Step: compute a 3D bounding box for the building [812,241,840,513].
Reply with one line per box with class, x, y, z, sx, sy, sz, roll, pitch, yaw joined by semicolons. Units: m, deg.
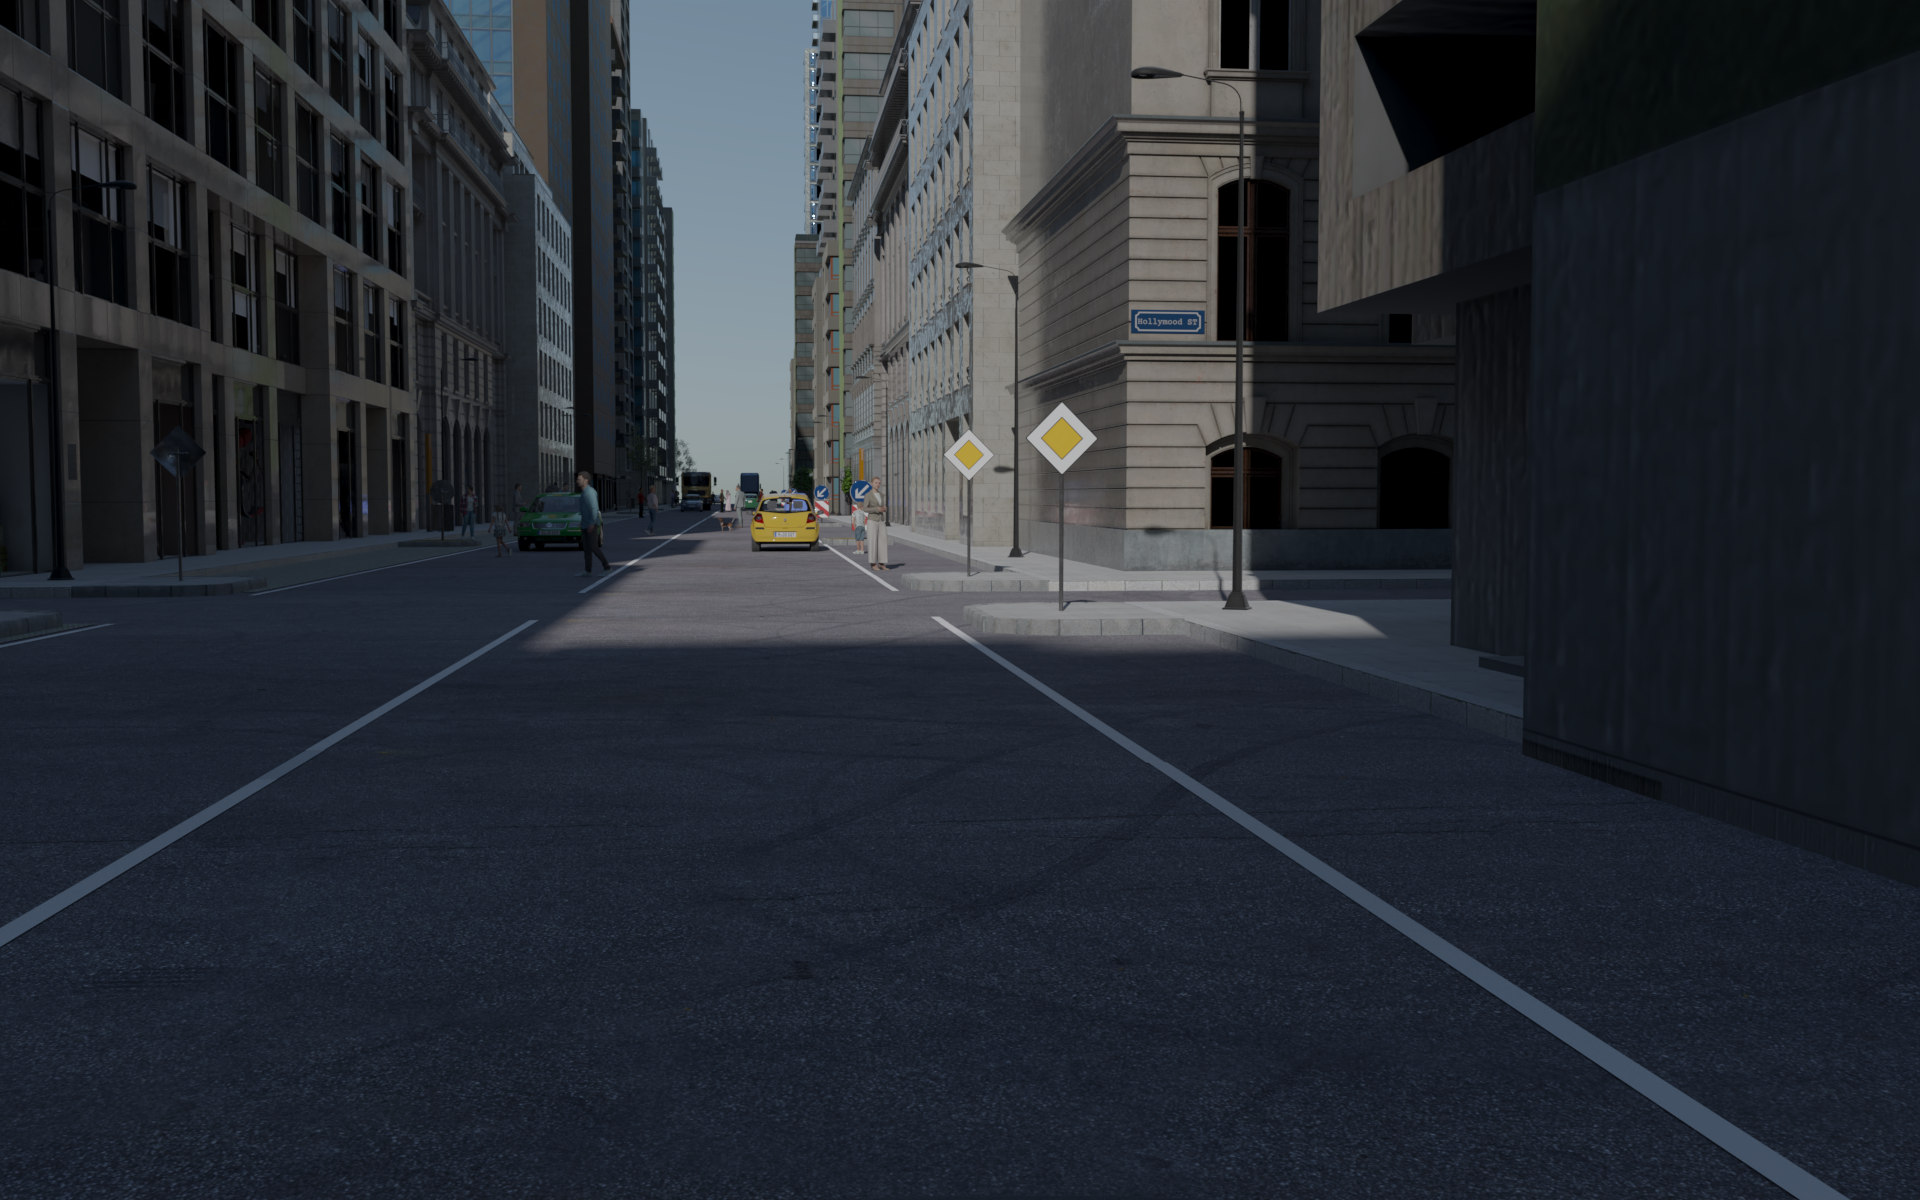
building;2.957;-17.694;134.344;27.650;21.520;28.899;0;4;-7

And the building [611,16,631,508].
building;-41.593;-30.673;156.132;22.147;44.769;28.867;0;4;-7

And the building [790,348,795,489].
building;-7.063;-22.744;216.901;27.650;21.520;28.899;0;4;-7

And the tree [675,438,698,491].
tree;-42.520;-19.800;258.139;7.601;10.594;8.767;0;4;1

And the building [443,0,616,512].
building;-34.658;-29.676;135.308;14.600;45.320;14.200;0;4;-7

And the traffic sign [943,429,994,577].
traffic sign;0.135;-1.419;26.848;0.795;2.450;0.064;0;4;-7

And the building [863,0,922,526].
building;3.422;-14.059;71.671;13.314;21.916;24.055;0;4;-7

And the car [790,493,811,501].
car;-10.975;-6.544;116.590;1.945;1.707;3.694;0;4;-8

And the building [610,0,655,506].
building;-44.487;-45.994;190.259;20.563;71.187;20.611;0;4;-7

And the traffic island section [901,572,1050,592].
traffic island section;0.157;-0.284;26.928;2.009;0.180;2.903;0;4;-7

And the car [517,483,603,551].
car;-10.389;-2.223;45.141;1.959;1.807;4.718;0;4;-5

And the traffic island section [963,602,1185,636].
traffic island section;1.128;0.201;19.002;2.009;0.180;2.903;0;4;-7

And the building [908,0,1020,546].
building;4.454;-11.980;50.618;10.420;20.320;16.860;0;4;-7

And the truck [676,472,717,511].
truck;-23.146;-9.547;152.019;3.469;3.379;9.791;-1;4;-9

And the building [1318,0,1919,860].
building;9.804;-14.667;11.515;14.160;30.474;14.107;0;4;-7

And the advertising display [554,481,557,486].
advertising display;-20.698;-5.105;88.678;0.123;1.923;0.974;-1;4;-15

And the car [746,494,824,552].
car;-4.490;-2.094;44.466;2.015;1.641;3.980;0;4;-6

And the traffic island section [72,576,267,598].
traffic island section;-11.498;-0.198;25.512;2.009;0.180;2.903;0;4;-7

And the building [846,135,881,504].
building;-0.685;-14.930;93.253;9.793;20.994;18.267;0;4;-7

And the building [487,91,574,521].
building;-26.363;-14.407;90.300;10.420;20.320;16.860;0;4;-7

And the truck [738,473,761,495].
truck;-25.683;-13.625;212.529;2.967;4.110;18.799;0;4;-8

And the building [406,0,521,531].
building;-25.822;-13.910;69.223;13.314;21.916;24.055;0;4;-7

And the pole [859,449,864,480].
pole;-4.417;-5.122;77.582;0.158;3.312;0.155;0;3;0

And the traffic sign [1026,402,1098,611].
traffic sign;1.105;-0.935;18.922;0.795;2.450;0.064;0;4;-7

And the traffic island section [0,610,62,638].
traffic island section;-10.528;0.287;17.586;2.009;0.180;2.903;0;4;-7

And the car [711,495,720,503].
car;-33.363;-13.751;237.192;2.083;1.381;4.827;0;4;-5

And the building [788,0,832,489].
building;-12.982;-56.981;244.311;22.319;86.520;31.000;0;4;-7

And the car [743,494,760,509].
car;-17.763;-8.221;146.206;2.131;1.459;4.920;0;4;-8

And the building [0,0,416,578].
building;-25.887;-14.391;39.811;19.350;26.468;34.151;0;4;-7

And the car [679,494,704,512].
car;-21.591;-7.791;139.379;2.014;1.417;4.499;-1;4;-9

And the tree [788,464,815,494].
tree;-16.552;-12.288;184.620;4.285;4.588;4.351;0;3;0

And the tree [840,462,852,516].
tree;-6.700;-6.682;103.845;1.663;3.219;1.824;0;3;0

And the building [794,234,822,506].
building;-11.566;-25.857;194.456;14.160;30.474;14.107;0;4;-7

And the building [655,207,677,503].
building;-46.759;-33.983;239.211;14.154;41.232;14.086;0;4;-7

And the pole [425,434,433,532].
pole;-17.926;-3.953;58.467;0.158;3.312;0.155;0;3;0

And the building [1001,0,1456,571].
building;18.904;-13.215;35.147;34.723;24.649;14.460;0;4;-7

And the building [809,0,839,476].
building;-2.038;-33.221;162.776;23.786;49.044;30.456;0;4;-7

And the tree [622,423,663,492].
tree;-32.505;-13.847;176.759;4.360;8.622;3.978;0;3;0

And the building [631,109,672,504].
building;-48.500;-36.484;216.121;23.786;49.044;30.456;0;4;-7

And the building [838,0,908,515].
building;-0.887;-26.181;111.662;14.154;41.232;14.086;0;4;-7

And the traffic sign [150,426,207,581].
traffic sign;-11.475;-1.334;25.453;0.795;2.450;0.064;0;4;-7
